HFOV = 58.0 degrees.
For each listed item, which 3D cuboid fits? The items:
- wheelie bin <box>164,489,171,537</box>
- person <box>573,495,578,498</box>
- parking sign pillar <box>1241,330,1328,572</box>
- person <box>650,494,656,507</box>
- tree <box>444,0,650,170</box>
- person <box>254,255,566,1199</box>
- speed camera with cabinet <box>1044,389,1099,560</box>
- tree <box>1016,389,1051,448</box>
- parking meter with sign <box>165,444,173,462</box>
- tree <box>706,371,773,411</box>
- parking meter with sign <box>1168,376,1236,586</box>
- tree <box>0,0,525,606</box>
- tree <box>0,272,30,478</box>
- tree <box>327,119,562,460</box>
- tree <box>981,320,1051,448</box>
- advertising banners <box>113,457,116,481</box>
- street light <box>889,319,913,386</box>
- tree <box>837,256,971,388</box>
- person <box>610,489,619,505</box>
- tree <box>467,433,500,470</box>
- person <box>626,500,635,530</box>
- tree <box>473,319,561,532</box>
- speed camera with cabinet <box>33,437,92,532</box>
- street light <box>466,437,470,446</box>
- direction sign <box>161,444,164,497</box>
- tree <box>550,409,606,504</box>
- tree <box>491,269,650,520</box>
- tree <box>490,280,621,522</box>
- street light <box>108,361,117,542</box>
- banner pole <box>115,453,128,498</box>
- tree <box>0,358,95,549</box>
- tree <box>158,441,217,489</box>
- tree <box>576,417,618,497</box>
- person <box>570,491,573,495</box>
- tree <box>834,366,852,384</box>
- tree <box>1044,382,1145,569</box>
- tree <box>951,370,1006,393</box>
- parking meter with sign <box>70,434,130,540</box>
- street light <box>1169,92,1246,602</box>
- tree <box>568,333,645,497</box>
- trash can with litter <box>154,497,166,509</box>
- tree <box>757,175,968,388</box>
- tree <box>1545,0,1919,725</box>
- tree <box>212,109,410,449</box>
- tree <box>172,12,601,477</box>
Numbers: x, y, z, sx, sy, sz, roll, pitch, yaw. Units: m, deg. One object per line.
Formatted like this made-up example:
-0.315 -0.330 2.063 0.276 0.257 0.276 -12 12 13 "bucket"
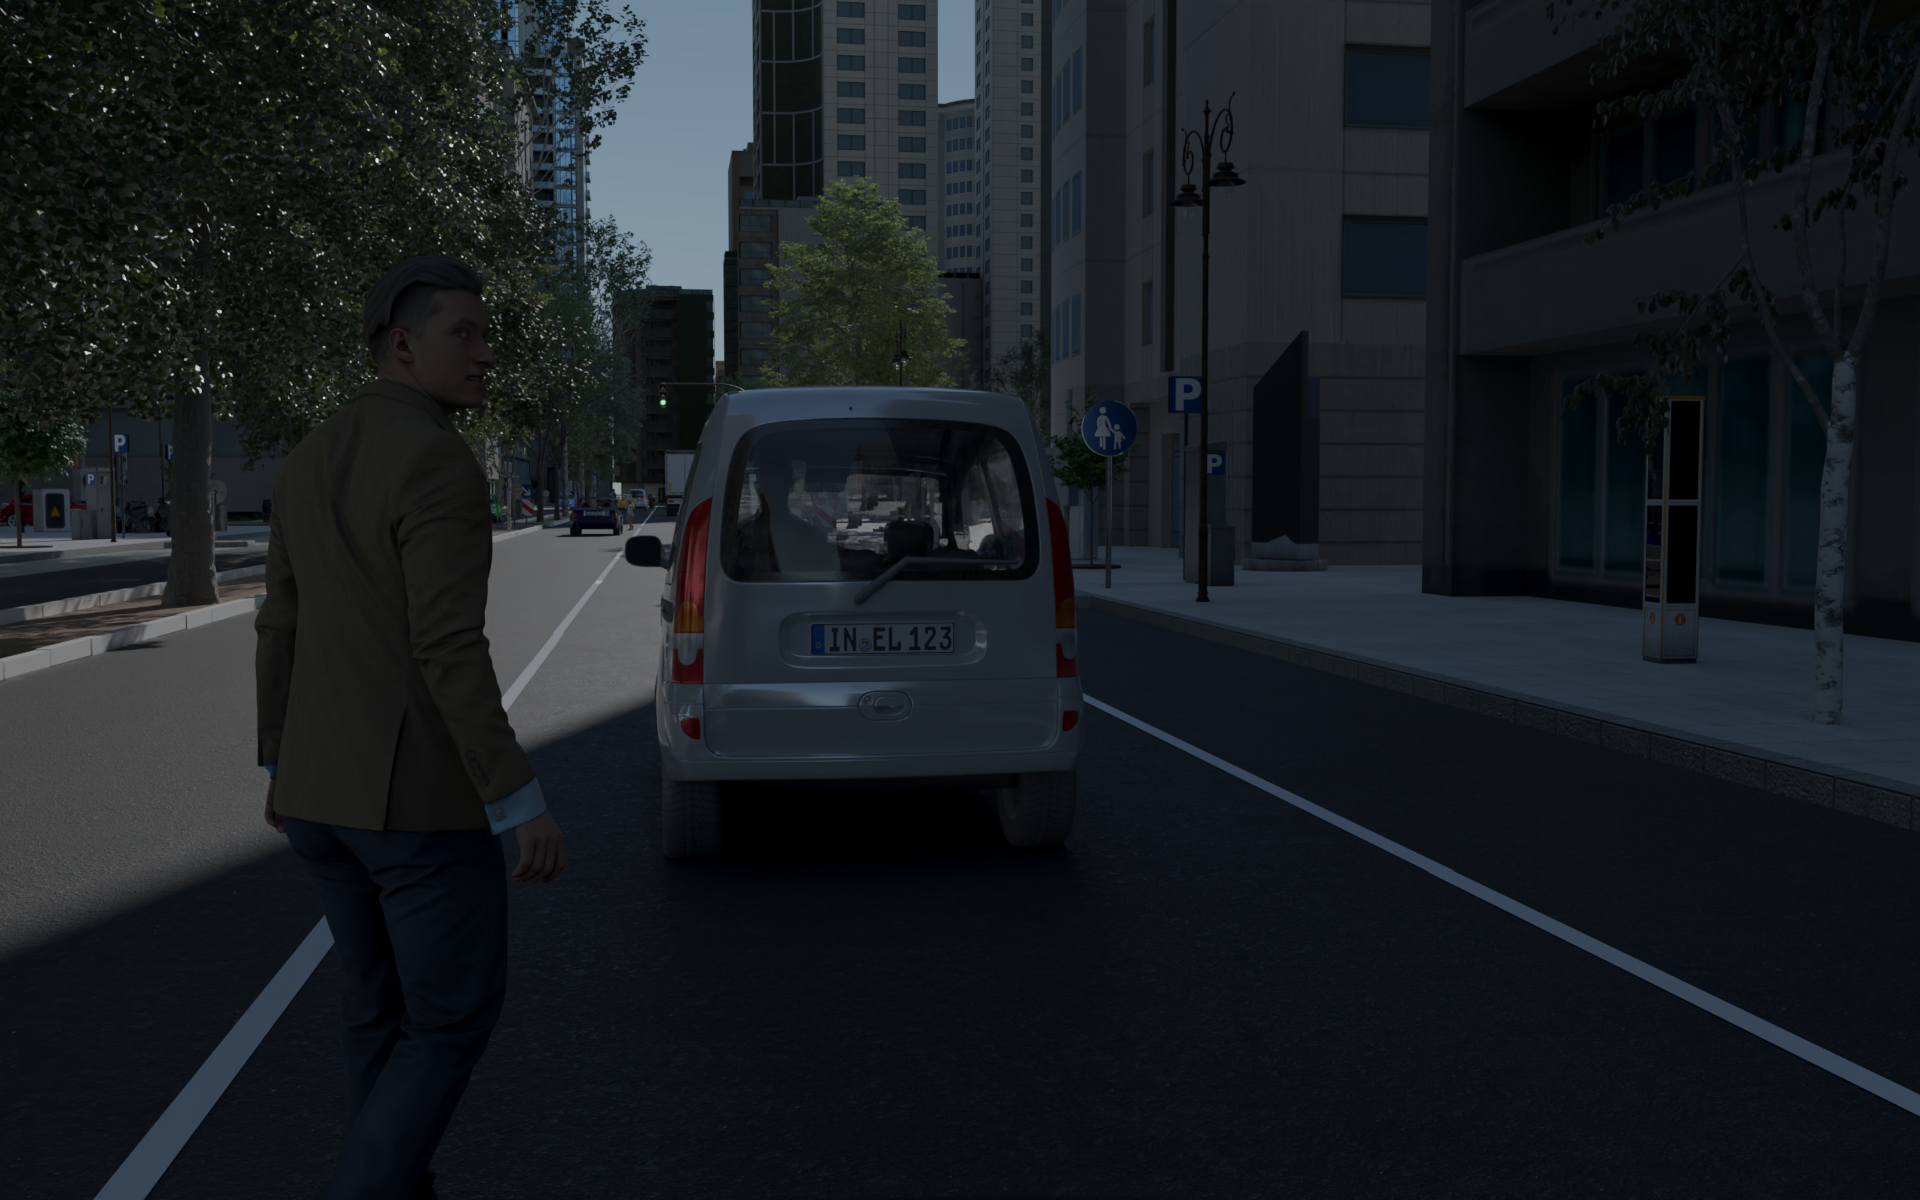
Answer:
-23.425 -2.699 52.034 0.980 1.594 0.693 1 4 18 "wheelie bin"
-47.574 -12.588 214.303 0.705 1.826 1.348 1 4 16 "person"
5.495 -2.492 29.220 1.447 3.967 1.447 -2 4 -27 "parking sign pillar"
-34.838 -11.285 196.245 0.697 1.427 0.421 1 4 11 "person"
-16.980 -12.134 56.732 12.611 20.169 13.585 0 3 0 "tree"
-0.944 0.336 2.922 0.656 1.842 0.836 1 4 8 "person"
2.133 -2.393 33.457 0.660 3.252 2.038 1 4 20 "speed camera with cabinet"
4.614 -10.078 115.141 4.360 8.622 3.978 0 3 0 "tree"
-26.881 -3.949 60.830 1.738 3.016 0.543 0 4 -6 "parking meter with sign"
-17.505 -13.450 145.670 9.928 11.665 9.643 0 3 0 "tree"
3.509 -1.748 24.838 0.543 3.016 1.738 -1 4 -11 "parking meter with sign"
-9.993 -6.912 22.126 9.857 13.997 8.962 0 3 0 "tree"
-21.058 -5.270 36.535 4.737 8.622 4.395 0 3 0 "tree"
-14.639 -7.692 46.355 7.486 12.596 7.792 0 3 0 "tree"
3.703 -9.693 92.887 7.601 10.594 8.767 1 4 17 "tree"
-40.278 -5.223 81.584 2.074 3.025 0.090 2 4 35 "advertising banners"
-1.568 -4.479 46.018 0.468 5.910 1.993 -1 4 -10 "street light"
-1.912 -6.294 53.267 4.737 8.622 4.395 0 3 0 "tree"
-24.218 -6.887 121.197 0.616 1.811 0.778 1 4 14 "person"
-39.902 -11.778 142.940 4.737 8.622 4.395 0 3 0 "tree"
-12.971 -3.353 68.337 0.382 1.210 0.505 -1 4 -22 "person"
-17.170 -6.907 65.743 4.360 8.622 3.978 0 3 0 "tree"
-30.379 -3.948 58.884 0.660 3.252 2.038 2 4 35 "speed camera with cabinet"
-36.494 -9.529 128.584 0.468 5.910 1.993 -1 4 -10 "street light"
-36.094 -5.285 78.403 0.379 3.537 0.876 -1 4 -22 "direction sign"
-26.051 -10.068 117.430 4.737 8.622 4.395 0 3 0 "tree"
-21.920 -11.075 93.905 12.009 13.543 11.850 0 3 0 "tree"
-19.995 -9.441 82.573 9.928 11.665 9.643 0 3 0 "tree"
-22.542 -4.475 45.953 0.468 5.910 1.993 -1 4 -10 "street light"
-37.640 -5.362 77.681 0.863 3.779 0.401 1 4 21 "banner pole"
-22.599 -3.529 41.418 4.285 4.588 4.351 0 3 0 "tree"
-24.705 -3.700 55.099 1.663 3.219 1.824 0 3 0 "tree"
-30.506 -11.713 144.330 4.360 8.622 3.978 0 3 0 "tree"
-38.912 -10.020 173.011 0.721 1.739 1.217 -1 4 -17 "person"
-5.690 -8.729 93.077 4.360 8.622 3.978 0 3 0 "tree"
2.268 -2.171 30.105 1.663 3.219 1.824 0 3 0 "tree"
0.295 -9.390 103.892 4.360 8.622 3.978 0 3 0 "tree"
-24.489 -3.243 49.285 0.543 3.016 1.738 1 4 19 "parking meter with sign"
2.895 -2.916 20.472 0.468 5.910 1.993 -1 4 -10 "street light"
-29.424 -13.941 137.053 9.857 13.997 8.962 0 3 0 "tree"
-28.219 -3.089 61.890 0.624 1.170 1.055 1 4 13 "trash can with litter"
-3.452 -8.816 62.273 7.486 12.596 7.792 0 3 0 "tree"
4.982 -3.626 9.649 4.360 8.622 3.978 0 3 0 "tree"
-11.274 -4.694 29.560 4.737 8.622 4.395 0 3 0 "tree"
-12.890 -7.243 37.891 9.611 12.733 9.660 0 3 0 "tree"
